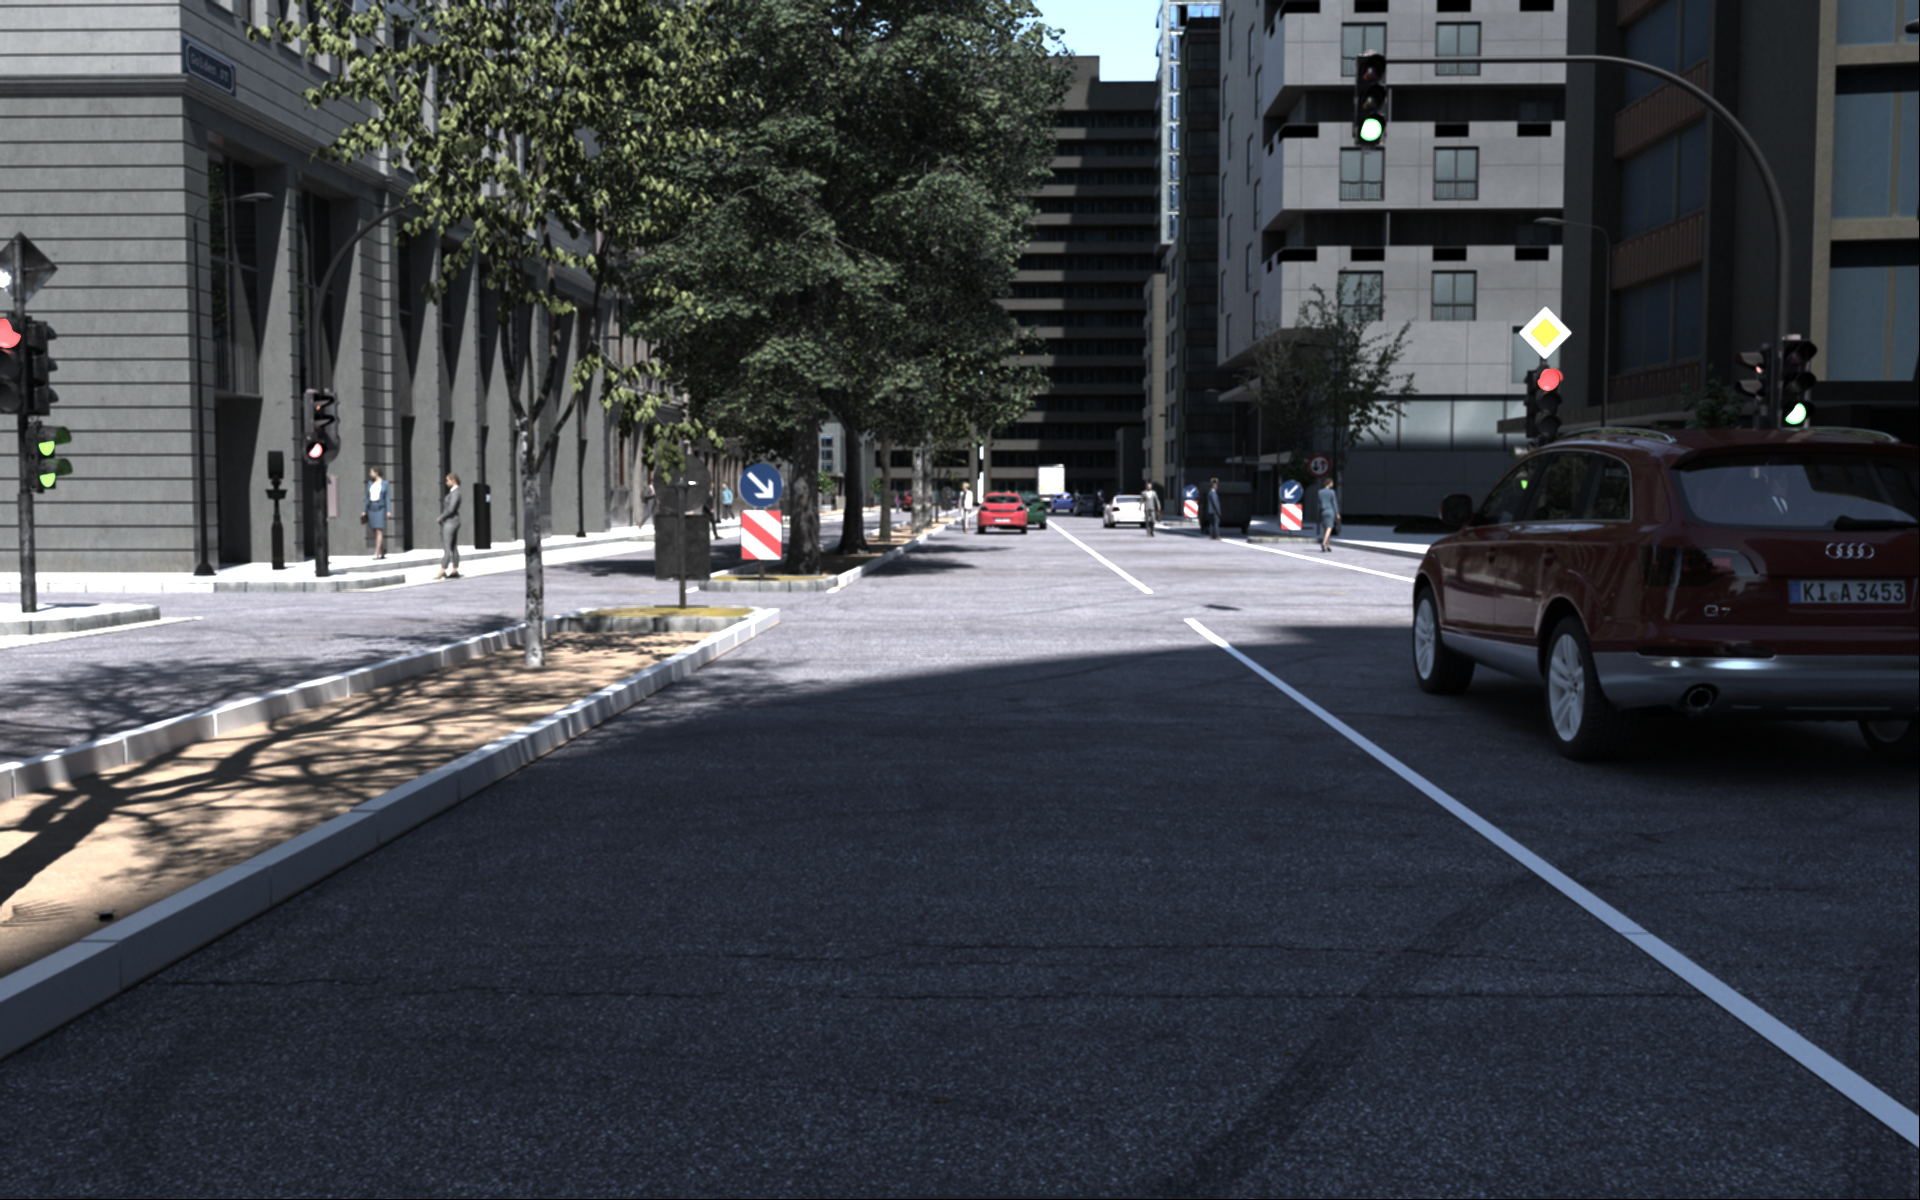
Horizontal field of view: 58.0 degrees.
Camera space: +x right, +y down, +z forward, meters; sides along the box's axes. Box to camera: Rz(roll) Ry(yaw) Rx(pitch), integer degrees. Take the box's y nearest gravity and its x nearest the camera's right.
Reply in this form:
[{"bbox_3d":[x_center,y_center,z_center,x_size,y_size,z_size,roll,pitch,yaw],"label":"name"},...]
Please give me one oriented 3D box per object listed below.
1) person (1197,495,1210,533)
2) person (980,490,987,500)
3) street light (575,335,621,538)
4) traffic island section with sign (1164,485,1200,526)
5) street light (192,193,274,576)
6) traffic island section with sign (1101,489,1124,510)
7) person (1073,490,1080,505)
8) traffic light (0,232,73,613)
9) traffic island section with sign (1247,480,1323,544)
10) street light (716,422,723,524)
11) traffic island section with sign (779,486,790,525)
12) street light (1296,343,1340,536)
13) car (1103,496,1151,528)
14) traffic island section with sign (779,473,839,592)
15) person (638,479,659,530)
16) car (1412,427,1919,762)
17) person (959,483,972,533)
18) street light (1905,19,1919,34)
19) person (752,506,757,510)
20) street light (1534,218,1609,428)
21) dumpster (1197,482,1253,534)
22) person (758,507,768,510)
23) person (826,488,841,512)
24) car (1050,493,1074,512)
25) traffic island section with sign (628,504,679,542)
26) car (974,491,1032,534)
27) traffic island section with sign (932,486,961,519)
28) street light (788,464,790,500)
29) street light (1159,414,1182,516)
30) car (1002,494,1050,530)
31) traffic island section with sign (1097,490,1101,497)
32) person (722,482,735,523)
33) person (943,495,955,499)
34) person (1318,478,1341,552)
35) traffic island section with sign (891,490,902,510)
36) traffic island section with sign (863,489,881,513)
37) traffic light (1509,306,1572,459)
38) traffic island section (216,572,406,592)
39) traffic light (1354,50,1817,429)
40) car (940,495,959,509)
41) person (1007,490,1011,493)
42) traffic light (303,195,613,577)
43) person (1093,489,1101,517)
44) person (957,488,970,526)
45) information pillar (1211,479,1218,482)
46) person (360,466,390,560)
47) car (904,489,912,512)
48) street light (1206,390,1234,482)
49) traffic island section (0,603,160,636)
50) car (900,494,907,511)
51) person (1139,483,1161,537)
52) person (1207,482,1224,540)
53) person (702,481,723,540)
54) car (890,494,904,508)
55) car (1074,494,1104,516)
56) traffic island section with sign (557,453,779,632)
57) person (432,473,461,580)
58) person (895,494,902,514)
[{"bbox_3d":[9.025,-3.346,64.040,0.563,1.720,0.643,-1,4,-11],"label":"person"},{"bbox_3d":[2.188,-8.161,142.640,1.217,1.735,0.721,-2,4,-25],"label":"person"},{"bbox_3d":[-10.607,-4.786,50.798,1.470,5.913,1.316,0,4,2],"label":"street light"},{"bbox_3d":[10.256,-4.265,78.356,1.989,1.847,2.006,0,4,2],"label":"traffic island section with sign"},{"bbox_3d":[-11.294,-3.326,26.929,1.470,5.913,1.316,0,4,2],"label":"street light"},{"bbox_3d":[11.665,-7.297,127.932,1.989,1.847,2.006,0,4,2],"label":"traffic island section with sign"},{"bbox_3d":[11.031,-9.468,163.381,0.705,1.814,1.350,-3,4,-38],"label":"person"},{"bbox_3d":[-10.043,-1.815,18.597,0.839,4.253,0.868,0,4,2],"label":"traffic light"},{"bbox_3d":[9.476,-2.578,50.774,1.989,1.847,2.006,0,4,2],"label":"traffic island section with sign"},{"bbox_3d":[-9.938,-6.261,74.906,1.470,5.913,1.316,0,4,2],"label":"street light"},{"bbox_3d":[-8.014,-4.359,79.895,1.989,1.847,2.006,0,4,2],"label":"traffic island section with sign"},{"bbox_3d":[11.011,-4.941,53.324,1.470,5.913,1.316,0,4,2],"label":"street light"},{"bbox_3d":[7.159,-3.757,73.783,2.083,1.381,4.827,0,4,1],"label":"car"},{"bbox_3d":[-2.909,-1.103,26.175,2.006,1.907,1.989,0,4,2],"label":"traffic island section with sign"},{"bbox_3d":[-10.977,-3.392,61.466,0.822,1.834,0.622,1,4,13],"label":"person"},{"bbox_3d":[4.307,-0.131,10.813,2.281,1.827,5.304,0,4,1],"label":"car"},{"bbox_3d":[0.213,-3.404,64.028,0.514,1.842,0.818,0,4,5],"label":"person"},{"bbox_3d":[9.945,-2.725,17.095,1.470,5.913,1.316,0,4,2],"label":"street light"},{"bbox_3d":[-10.712,-5.152,90.643,0.532,1.782,0.716,2,4,24],"label":"person"},{"bbox_3d":[10.350,-3.471,29.298,1.470,5.913,1.316,0,4,2],"label":"street light"},{"bbox_3d":[9.462,-3.284,61.902,1.865,1.857,1.264,0,4,1],"label":"dumpster"},{"bbox_3d":[-6.704,-3.049,58.628,0.520,1.790,0.573,2,4,24],"label":"person"},{"bbox_3d":[-9.289,-7.354,127.002,1.217,1.735,0.721,1,4,19],"label":"person"},{"bbox_3d":[8.128,-7.819,137.427,1.945,1.707,3.694,0,4,0],"label":"car"},{"bbox_3d":[-8.807,-2.659,52.109,1.989,1.847,2.006,0,4,2],"label":"traffic island section with sign"},{"bbox_3d":[1.562,-3.314,63.222,2.155,1.783,4.494,0,4,2],"label":"car"},{"bbox_3d":[-0.794,-5.697,101.284,2.006,1.907,1.989,0,4,2],"label":"traffic island section with sign"},{"bbox_3d":[-9.272,-7.758,99.384,1.470,5.913,1.316,0,4,2],"label":"street light"},{"bbox_3d":[12.292,-7.866,101.148,1.470,5.913,1.316,0,4,2],"label":"street light"},{"bbox_3d":[2.646,-3.650,71.469,2.131,1.459,4.920,0,4,2],"label":"car"},{"bbox_3d":[12.418,-8.945,154.877,1.989,1.847,2.006,0,4,2],"label":"traffic island section with sign"},{"bbox_3d":[-10.457,-4.412,78.201,0.660,1.820,0.620,3,4,37],"label":"person"},{"bbox_3d":[-1.067,-9.521,164.171,1.348,1.824,0.705,-1,4,-21],"label":"person"},{"bbox_3d":[9.078,-2.105,42.933,0.654,1.822,0.581,-3,5,-40],"label":"person"},{"bbox_3d":[-5.877,-9.002,155.816,1.989,1.847,2.006,0,4,2],"label":"traffic island section with sign"},{"bbox_3d":[-6.651,-7.327,128.424,1.989,1.847,2.006,0,4,2],"label":"traffic island section with sign"},{"bbox_3d":[8.737,-2.272,26.072,0.839,4.253,0.868,0,4,2],"label":"traffic light"},{"bbox_3d":[-9.857,-0.271,26.715,2.009,0.180,2.903,0,4,2],"label":"traffic island section"},{"bbox_3d":[6.418,-2.651,18.008,4.771,5.953,1.251,0,4,2],"label":"traffic light"},{"bbox_3d":[-0.953,-9.768,172.289,1.945,1.354,3.894,0,4,3],"label":"car"},{"bbox_3d":[4.040,-8.167,142.480,0.568,1.767,0.683,-3,5,-40],"label":"person"},{"bbox_3d":[-7.723,-3.174,26.555,4.771,5.953,1.251,0,4,2],"label":"traffic light"},{"bbox_3d":[8.426,-5.967,106.513,0.568,1.767,0.683,-2,4,-30],"label":"person"},{"bbox_3d":[0.185,-4.210,77.432,0.616,1.811,0.778,1,4,23],"label":"person"},{"bbox_3d":[12.278,-4.839,83.610,0.304,2.012,0.304,1,4,8],"label":"information pillar"},{"bbox_3d":[-11.327,-1.695,33.779,0.581,1.822,0.654,1,4,20],"label":"person"},{"bbox_3d":[-3.393,-8.093,141.001,2.281,1.827,5.304,0,4,3],"label":"car"},{"bbox_3d":[11.635,-6.401,77.195,1.470,5.913,1.316,0,4,2],"label":"street light"},{"bbox_3d":[-10.083,0.217,18.733,2.009,0.180,2.903,0,4,2],"label":"traffic island section"},{"bbox_3d":[-4.024,-8.377,146.752,2.009,1.686,4.222,0,4,0],"label":"car"},{"bbox_3d":[6.375,-3.027,58.117,0.709,1.813,0.853,0,4,-6],"label":"person"},{"bbox_3d":[8.007,-2.805,54.549,0.419,1.800,0.721,-1,4,-17],"label":"person"},{"bbox_3d":[-7.765,-2.795,53.973,0.755,1.850,0.659,1,4,18],"label":"person"},{"bbox_3d":[-5.958,-9.209,160.353,2.009,1.686,4.222,0,4,2],"label":"car"},{"bbox_3d":[8.483,-6.206,113.476,2.014,1.417,4.499,0,4,1],"label":"car"},{"bbox_3d":[-3.128,-0.650,18.771,2.006,1.907,1.989,0,4,2],"label":"traffic island section with sign"},{"bbox_3d":[-8.640,-1.242,29.087,0.573,1.790,0.520,-2,4,-29],"label":"person"},{"bbox_3d":[-4.494,-7.025,126.578,0.599,1.433,0.991,2,4,24],"label":"person"}]
